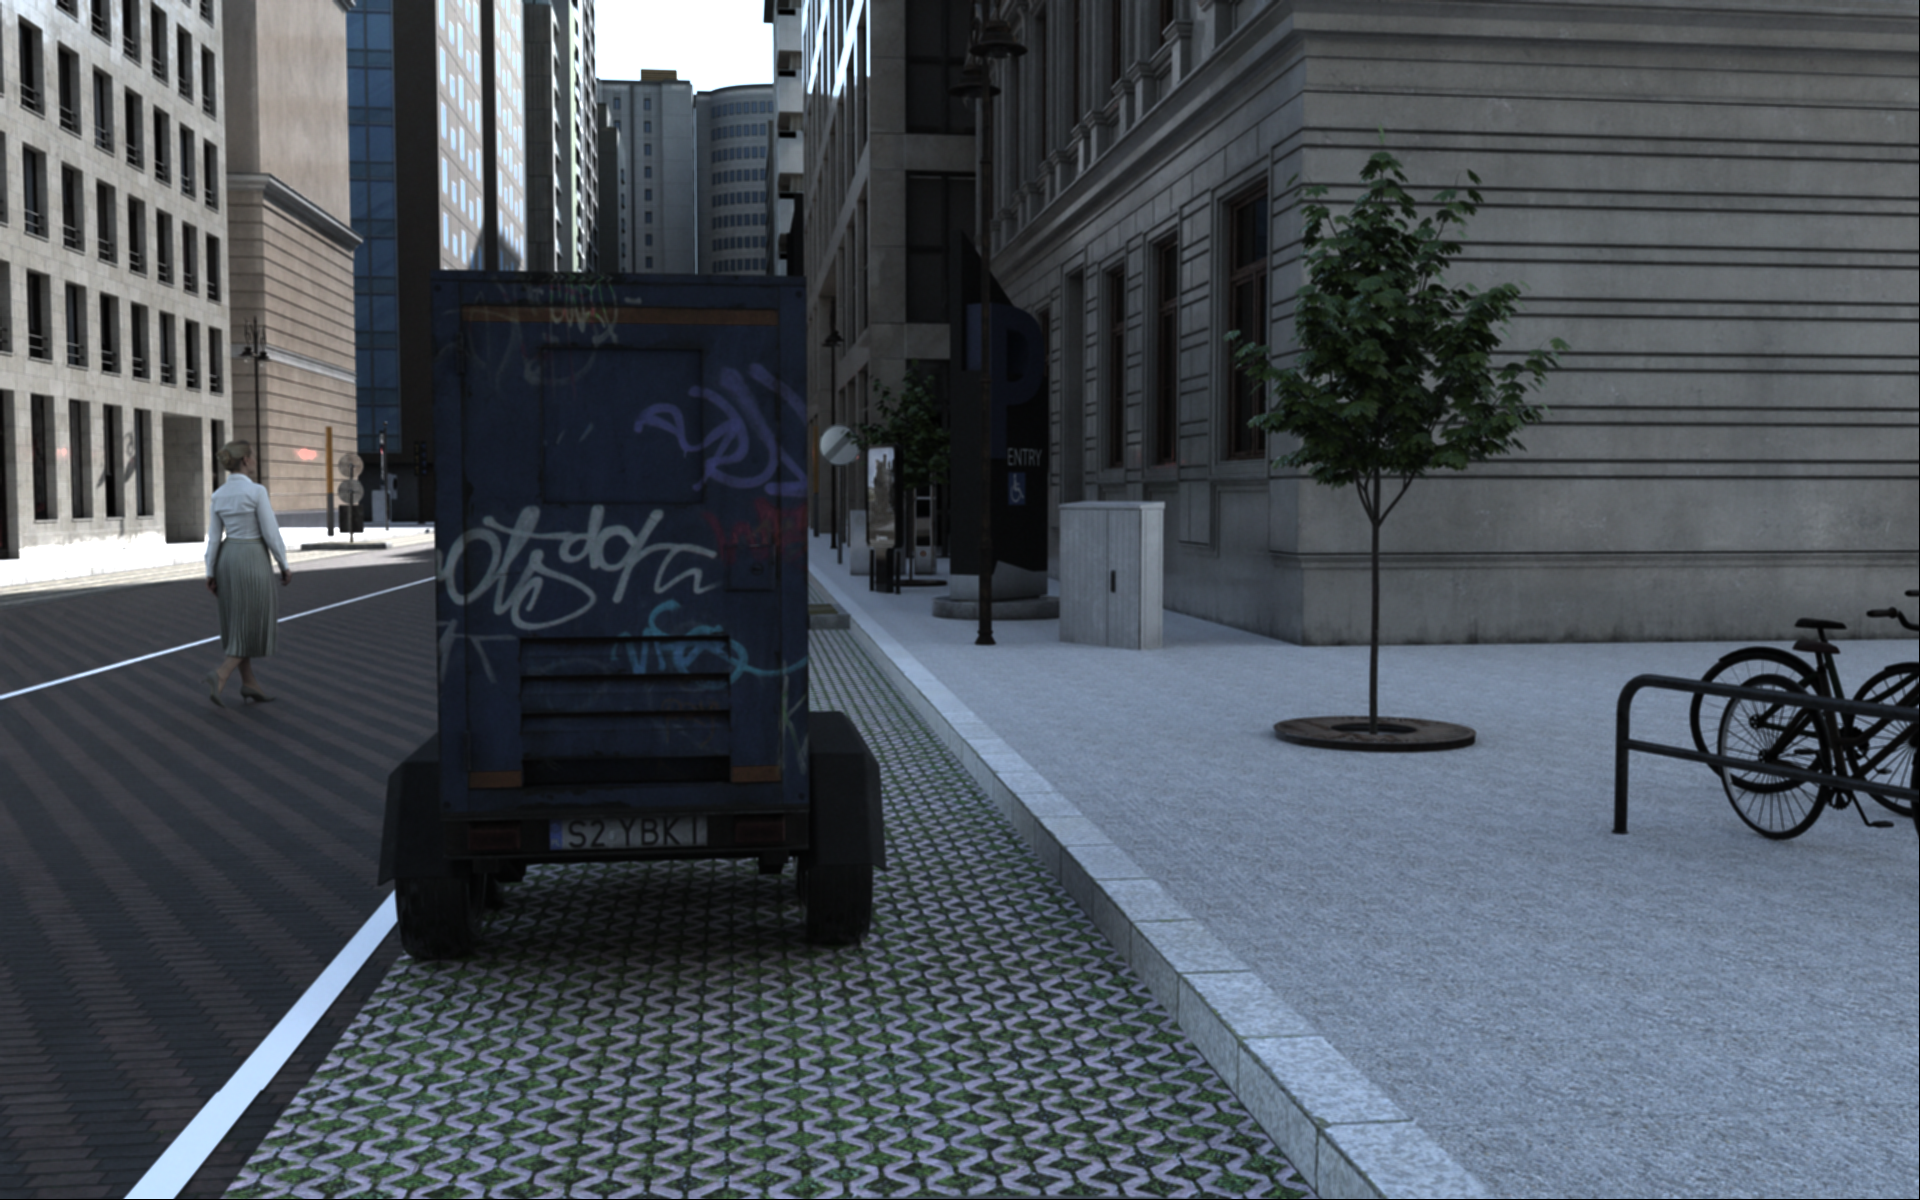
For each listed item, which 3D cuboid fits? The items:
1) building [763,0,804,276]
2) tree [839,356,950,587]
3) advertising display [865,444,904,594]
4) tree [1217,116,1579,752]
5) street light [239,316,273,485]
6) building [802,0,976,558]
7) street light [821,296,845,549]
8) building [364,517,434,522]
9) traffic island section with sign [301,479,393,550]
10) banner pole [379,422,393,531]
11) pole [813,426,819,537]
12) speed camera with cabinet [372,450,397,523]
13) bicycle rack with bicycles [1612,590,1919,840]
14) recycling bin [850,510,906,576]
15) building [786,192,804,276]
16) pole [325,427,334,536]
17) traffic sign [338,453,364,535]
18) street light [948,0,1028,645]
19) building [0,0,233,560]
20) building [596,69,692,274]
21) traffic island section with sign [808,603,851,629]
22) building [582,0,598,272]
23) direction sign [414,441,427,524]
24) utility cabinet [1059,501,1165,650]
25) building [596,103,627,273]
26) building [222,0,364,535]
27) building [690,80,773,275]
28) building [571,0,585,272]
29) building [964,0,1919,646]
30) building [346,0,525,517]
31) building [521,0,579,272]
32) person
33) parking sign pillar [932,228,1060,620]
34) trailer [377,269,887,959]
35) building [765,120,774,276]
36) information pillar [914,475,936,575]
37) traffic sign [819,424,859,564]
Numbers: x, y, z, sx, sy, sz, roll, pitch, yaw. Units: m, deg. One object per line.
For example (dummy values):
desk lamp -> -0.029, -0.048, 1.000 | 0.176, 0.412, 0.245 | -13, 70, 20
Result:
building -> -4.298, -35.395, 167.943 | 28.713, 52.752, 27.495 | 0, 4, -7
tree -> -0.579, -1.819, 24.336 | 1.663, 3.219, 1.824 | 0, 3, 0
advertising display -> -0.984, -1.060, 22.549 | 0.123, 1.923, 0.974 | -2, 4, -26
tree -> 2.054, -0.877, 8.949 | 1.663, 3.219, 1.824 | 0, 3, 0
street light -> -18.299, -4.425, 45.144 | 0.468, 5.910, 1.993 | 0, 4, -7
building -> 5.594, -15.121, 51.742 | 19.350, 26.468, 34.151 | 0, 4, -7
street light -> -2.976, -4.150, 40.648 | 0.468, 5.910, 1.993 | 0, 4, -7
building -> -31.384, -26.553, 84.247 | 14.600, 45.320, 14.200 | 0, 4, -7
traffic island section with sign -> -15.883, -2.226, 45.026 | 1.989, 1.847, 2.006 | 0, 4, -7
banner pole -> -19.964, -4.282, 60.028 | 0.401, 3.779, 0.863 | 0, 4, -1
pole -> -4.317, -3.553, 51.940 | 0.158, 3.312, 0.155 | 0, 3, 0
speed camera with cabinet -> -25.482, -5.038, 76.701 | 0.660, 3.252, 2.038 | 0, 4, -3
bicycle rack with bicycles -> 3.714, 0.436, 6.259 | 2.852, 0.926, 2.925 | -1, 4, -21
recycling bin -> -1.304, -0.919, 27.580 | 0.722, 1.027, 0.722 | 1, 4, 17
building -> -4.412, -17.046, 108.388 | 12.332, 23.373, 15.834 | 0, 4, -7
pole -> -19.092, -3.585, 52.457 | 0.158, 3.312, 0.155 | 0, 3, 0
traffic sign -> -19.093, -3.316, 54.326 | 0.768, 2.556, 0.104 | 0, 4, -6
street light -> 0.216, -2.558, 14.617 | 0.468, 5.910, 1.993 | 0, 4, -7
building -> -24.480, -11.279, 39.169 | 10.420, 20.320, 16.860 | 0, 4, -7
building -> -51.121, -42.835, 242.351 | 28.212, 58.520, 21.231 | 0, 4, -7
traffic island section with sign -> -2.254, -0.638, 19.066 | 1.989, 1.847, 2.006 | 0, 4, -7
building -> -48.113, -45.928, 189.177 | 20.563, 71.187, 20.611 | 0, 4, -7
direction sign -> -23.165, -5.041, 74.412 | 0.876, 3.537, 0.379 | 3, 4, 39
utility cabinet -> 1.269, -0.216, 14.690 | 0.306, 1.237, 1.020 | -3, 4, -37
building -> -51.876, -35.914, 210.890 | 21.600, 48.544, 21.300 | 0, 4, -7
building -> -31.565, -16.610, 57.475 | 20.117, 28.700, 13.634 | 0, 4, -7
building -> -23.131, -43.051, 245.880 | 28.212, 58.520, 21.231 | 0, 4, -7
building -> -45.673, -51.929, 161.718 | 22.319, 86.520, 31.000 | 0, 4, -7
building -> 6.558, -11.499, 24.158 | 11.583, 22.565, 21.152 | 0, 4, -7
building -> -36.762, -28.402, 114.489 | 14.600, 45.320, 14.200 | 0, 4, -7
building -> -37.908, -27.716, 136.749 | 14.154, 41.232, 14.086 | 0, 4, -7
person -> -4.883, -0.183, 11.721 | 0.478, 1.798, 0.641 | 2, 4, 28
parking sign pillar -> 0.423, -1.817, 18.173 | 1.447, 3.967, 1.447 | 2, 4, 33
trailer -> -1.148, 0.038, 6.435 | 1.471, 1.999, 3.904 | -1, 4, -8
building -> -13.232, -36.212, 215.775 | 21.300, 48.544, 21.600 | 0, 4, -7
information pillar -> -0.552, -1.411, 27.560 | 0.304, 2.012, 0.304 | 1, 4, 12
traffic sign -> -2.207, -1.937, 31.783 | 0.768, 2.556, 0.104 | 0, 4, -7
